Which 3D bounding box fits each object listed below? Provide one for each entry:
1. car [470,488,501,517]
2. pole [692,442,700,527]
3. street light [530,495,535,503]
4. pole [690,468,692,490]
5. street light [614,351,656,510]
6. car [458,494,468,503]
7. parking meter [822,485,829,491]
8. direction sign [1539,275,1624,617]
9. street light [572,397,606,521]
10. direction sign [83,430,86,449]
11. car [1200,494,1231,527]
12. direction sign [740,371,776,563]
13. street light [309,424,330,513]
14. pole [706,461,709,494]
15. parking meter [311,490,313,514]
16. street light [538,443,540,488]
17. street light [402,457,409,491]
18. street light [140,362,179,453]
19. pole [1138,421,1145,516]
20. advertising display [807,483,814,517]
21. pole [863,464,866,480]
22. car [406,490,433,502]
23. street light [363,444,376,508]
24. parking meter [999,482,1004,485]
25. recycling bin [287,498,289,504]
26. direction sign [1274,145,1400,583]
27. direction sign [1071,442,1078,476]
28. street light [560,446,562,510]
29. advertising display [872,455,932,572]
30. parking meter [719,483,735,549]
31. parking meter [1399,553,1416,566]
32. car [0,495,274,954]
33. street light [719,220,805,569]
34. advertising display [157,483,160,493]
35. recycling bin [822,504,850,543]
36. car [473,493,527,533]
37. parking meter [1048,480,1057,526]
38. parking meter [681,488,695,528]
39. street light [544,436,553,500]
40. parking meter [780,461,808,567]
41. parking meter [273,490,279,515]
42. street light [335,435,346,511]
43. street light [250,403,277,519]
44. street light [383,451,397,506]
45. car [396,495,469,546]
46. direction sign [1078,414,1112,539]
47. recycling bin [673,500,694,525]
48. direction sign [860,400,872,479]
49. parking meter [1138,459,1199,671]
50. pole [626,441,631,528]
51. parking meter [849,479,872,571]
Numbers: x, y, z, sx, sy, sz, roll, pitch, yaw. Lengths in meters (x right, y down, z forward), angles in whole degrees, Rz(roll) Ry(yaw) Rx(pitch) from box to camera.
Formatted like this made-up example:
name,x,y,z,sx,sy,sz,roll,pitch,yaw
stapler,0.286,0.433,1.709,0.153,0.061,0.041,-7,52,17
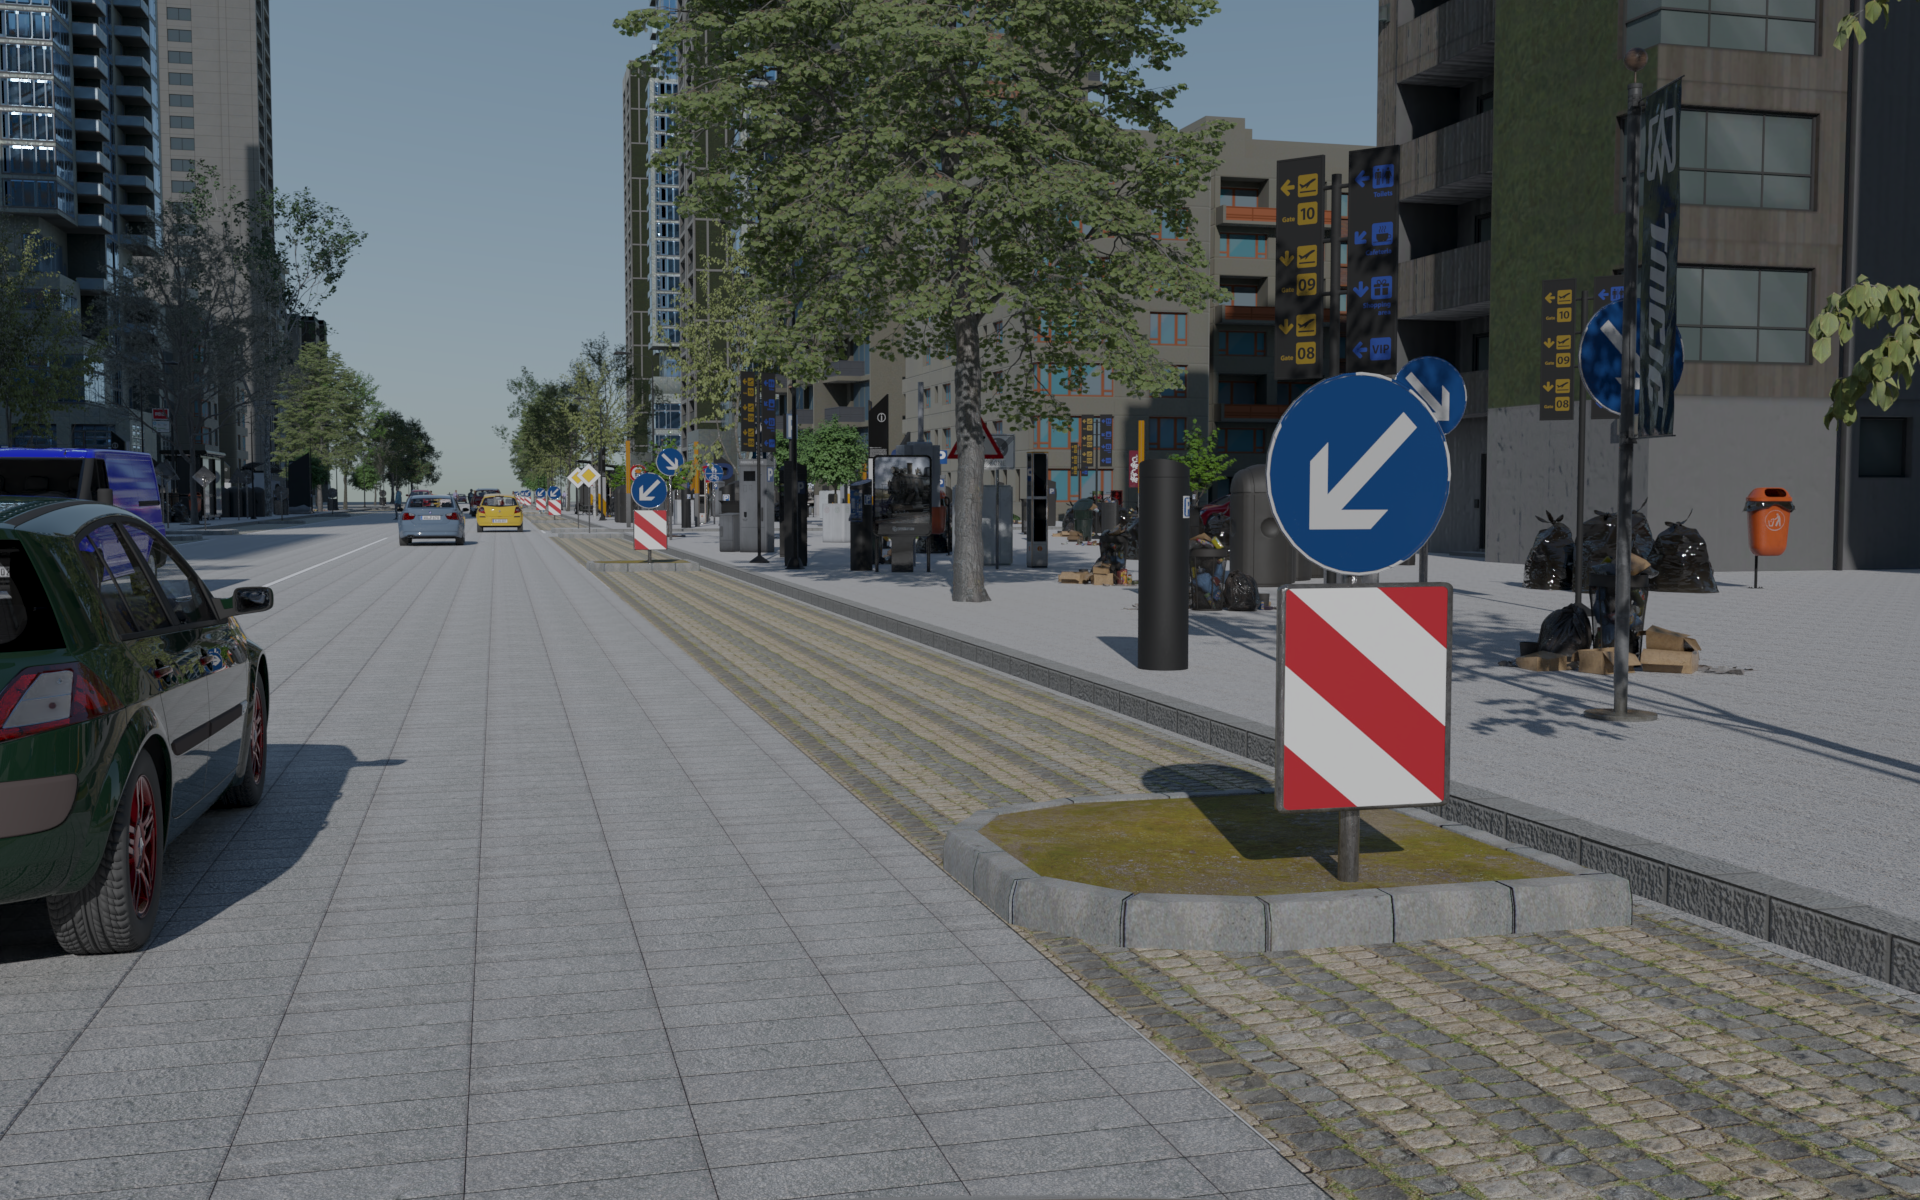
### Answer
name,x,y,z,sx,sy,sz,roll,pitch,yaw
car,-30.210,-6.250,110.862,2.281,1.827,5.304,-1,4,-14
pole,-10.244,-4.503,67.462,0.158,3.312,0.155,0,3,0
street light,-44.815,-12.951,184.290,1.470,5.913,1.316,-1,4,-15
pole,-16.159,-6.766,104.467,0.158,3.312,0.155,0,3,0
street light,-10.559,-5.138,56.547,1.470,5.913,1.316,-1,4,-15
car,-77.452,-15.885,268.758,2.155,1.783,4.494,-1,4,-14
parking meter,-8.075,-6.015,104.049,0.399,1.863,0.255,-3,5,-40
direction sign,6.526,-1.602,18.183,0.876,3.537,0.379,2,4,34
street light,-17.777,-6.765,83.155,1.470,5.913,1.316,-1,4,-15
direction sign,-30.972,-4.242,61.357,0.379,3.537,0.876,-2,4,-30
car,10.648,-3.513,66.481,4.494,1.783,2.155,-1,4,-16
direction sign,-3.743,-2.460,32.217,0.379,3.537,0.876,3,4,39
street light,-42.713,-8.743,115.483,1.470,5.913,1.316,-1,4,-15
pole,-15.469,-6.868,106.128,0.158,3.312,0.155,0,3,0
parking meter,-42.539,-6.416,113.318,0.372,1.533,0.369,0,3,0
street light,-37.669,-11.318,157.588,1.470,5.913,1.316,-1,4,-15
street light,-69.584,-14.873,215.713,1.470,5.913,1.316,-1,4,-15
street light,-28.095,-5.397,60.776,1.470,5.913,1.316,-1,4,-15
pole,5.039,-3.320,48.127,0.158,3.312,0.155,0,3,0
advertising display,-8.465,-5.485,94.890,0.974,1.923,0.123,-1,4,-12
pole,-5.810,-6.828,105.481,0.158,3.312,0.155,0,3,0
car,-46.276,-8.552,148.502,2.281,1.827,5.304,-1,4,-13
street light,-54.941,-11.548,161.345,1.470,5.913,1.316,-1,4,-15
parking meter,1.770,-4.288,75.815,0.399,1.863,0.255,0,4,-5
recycling bin,-43.042,-6.089,112.107,0.722,1.027,0.722,-3,5,-43
direction sign,2.500,-1.198,11.592,0.876,3.537,0.379,3,4,38
direction sign,5.248,-5.150,76.192,0.876,3.537,0.379,-2,4,-27
street light,-24.903,-8.399,109.862,1.470,5.913,1.316,-1,4,-15
advertising display,-0.945,-1.420,28.427,0.974,1.923,0.123,0,3,0
parking meter,-5.444,-1.963,40.502,0.372,1.533,0.369,0,3,0
parking meter,7.987,-1.558,31.179,0.399,1.863,0.255,3,5,44
car,-3.738,0.197,6.567,2.009,1.686,4.222,-1,4,-15
street light,-3.346,-3.472,29.312,1.470,5.913,1.316,-1,4,-15
advertising display,-40.099,-4.925,85.744,0.974,1.923,0.123,0,4,-2
recycling bin,-3.169,-2.047,46.020,0.722,1.027,0.722,2,4,33
car,-17.542,-3.413,66.031,2.015,1.641,3.980,-1,4,-15
parking meter,3.632,-3.864,68.888,0.399,1.863,0.255,-1,4,-12
parking meter,-10.343,-3.486,65.405,0.372,1.533,0.369,0,3,0
street light,-32.181,-10.072,137.211,1.470,5.913,1.316,-1,4,-15
parking meter,-2.906,-1.529,30.704,0.255,1.863,0.399,3,4,38
parking meter,-42.615,-6.089,107.969,0.372,1.533,0.369,0,3,0
street light,-47.887,-9.913,134.619,1.470,5.913,1.316,-1,4,-15
street light,-35.479,-7.076,88.232,1.470,5.913,1.316,-1,4,-15
street light,-62.019,-13.182,188.064,1.470,5.913,1.316,-1,4,-15
car,-15.001,-2.279,49.271,2.014,1.417,4.499,-1,4,-15
direction sign,3.886,-3.502,49.262,0.876,3.537,0.379,1,4,10
recycling bin,-12.118,-3.878,75.967,0.722,1.027,0.722,1,4,11
direction sign,-2.182,-3.068,42.166,0.379,3.537,0.876,0,4,1
parking meter,1.493,-0.262,12.699,0.372,1.533,0.369,0,3,0
pole,-12.704,-4.432,66.313,0.158,3.312,0.155,0,3,0
parking meter,-1.654,-1.259,29.003,0.372,1.533,0.369,0,3,0
